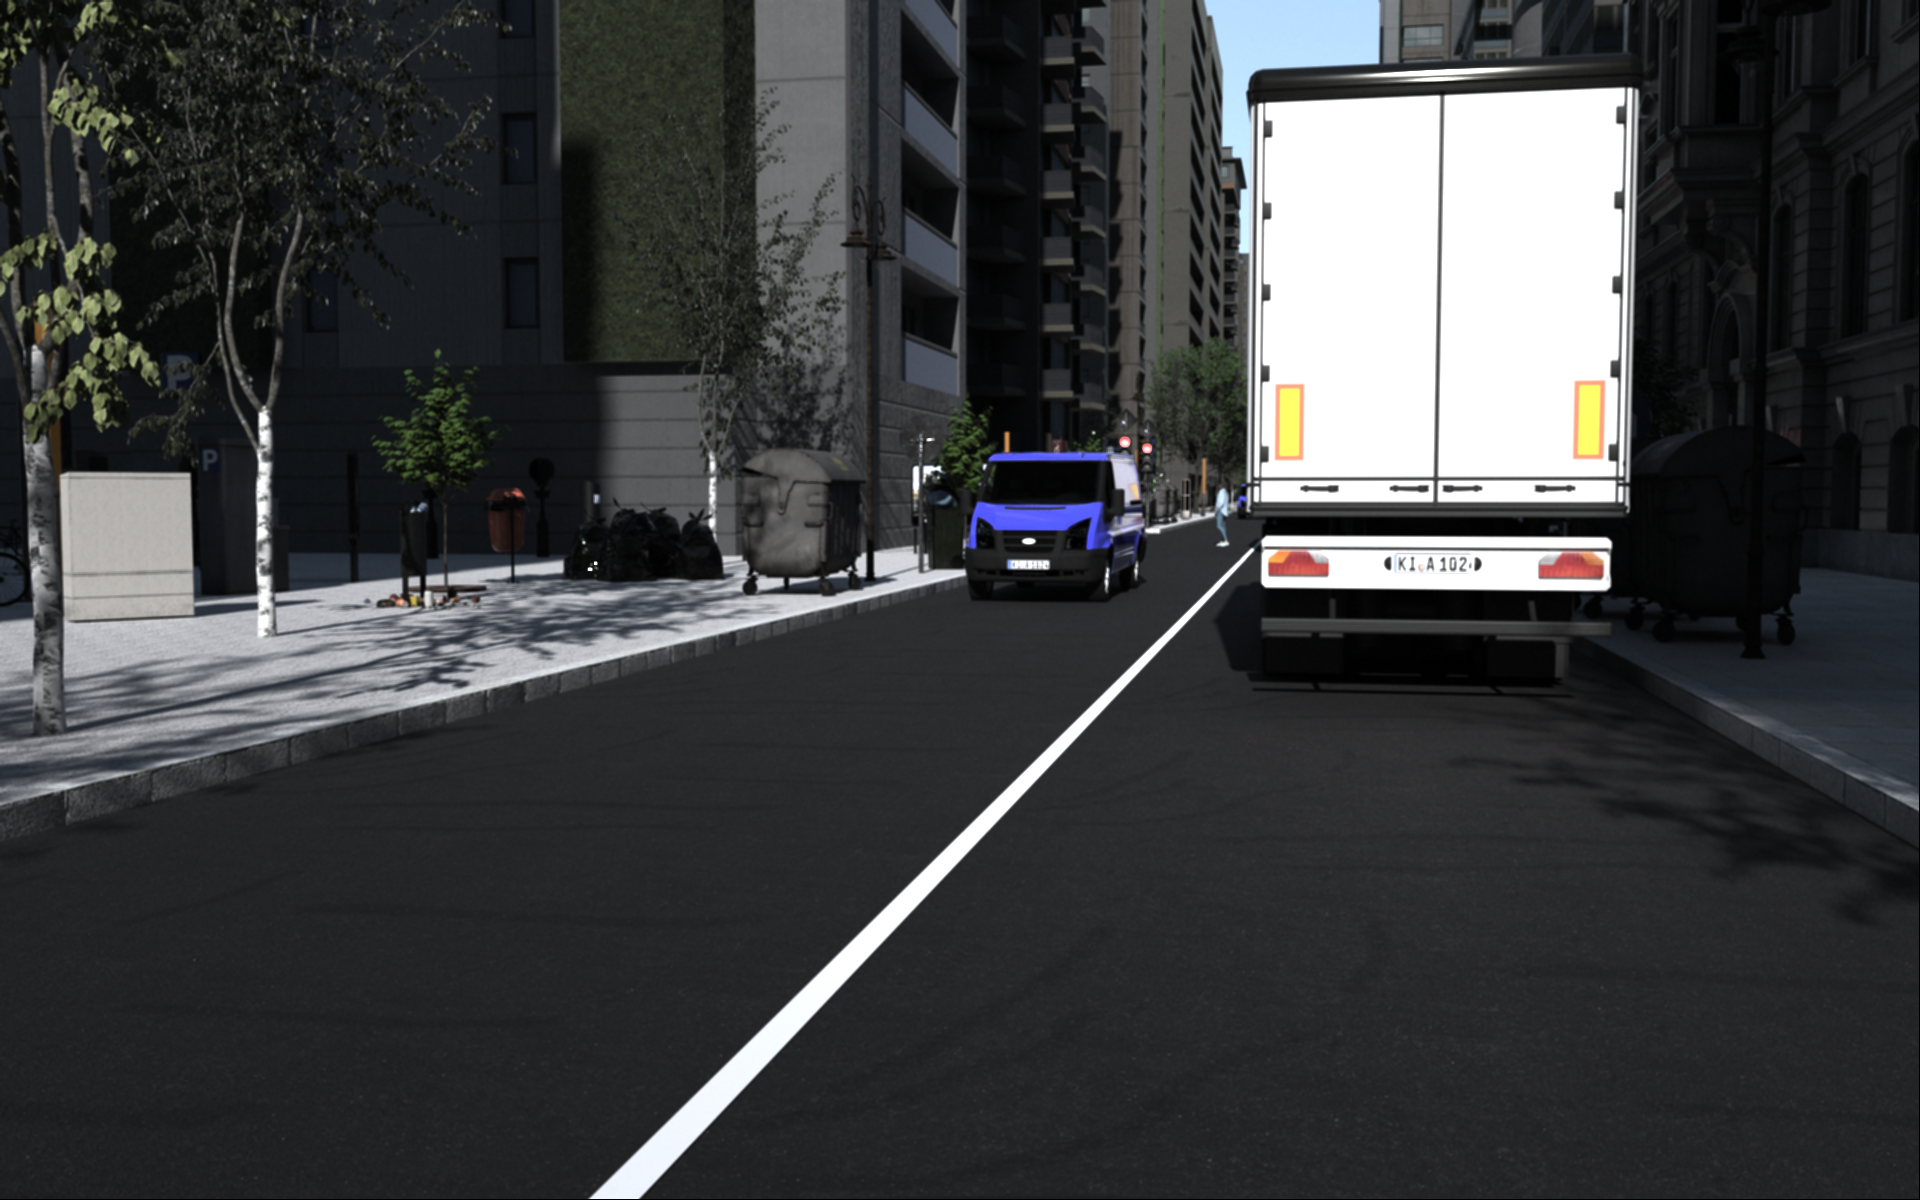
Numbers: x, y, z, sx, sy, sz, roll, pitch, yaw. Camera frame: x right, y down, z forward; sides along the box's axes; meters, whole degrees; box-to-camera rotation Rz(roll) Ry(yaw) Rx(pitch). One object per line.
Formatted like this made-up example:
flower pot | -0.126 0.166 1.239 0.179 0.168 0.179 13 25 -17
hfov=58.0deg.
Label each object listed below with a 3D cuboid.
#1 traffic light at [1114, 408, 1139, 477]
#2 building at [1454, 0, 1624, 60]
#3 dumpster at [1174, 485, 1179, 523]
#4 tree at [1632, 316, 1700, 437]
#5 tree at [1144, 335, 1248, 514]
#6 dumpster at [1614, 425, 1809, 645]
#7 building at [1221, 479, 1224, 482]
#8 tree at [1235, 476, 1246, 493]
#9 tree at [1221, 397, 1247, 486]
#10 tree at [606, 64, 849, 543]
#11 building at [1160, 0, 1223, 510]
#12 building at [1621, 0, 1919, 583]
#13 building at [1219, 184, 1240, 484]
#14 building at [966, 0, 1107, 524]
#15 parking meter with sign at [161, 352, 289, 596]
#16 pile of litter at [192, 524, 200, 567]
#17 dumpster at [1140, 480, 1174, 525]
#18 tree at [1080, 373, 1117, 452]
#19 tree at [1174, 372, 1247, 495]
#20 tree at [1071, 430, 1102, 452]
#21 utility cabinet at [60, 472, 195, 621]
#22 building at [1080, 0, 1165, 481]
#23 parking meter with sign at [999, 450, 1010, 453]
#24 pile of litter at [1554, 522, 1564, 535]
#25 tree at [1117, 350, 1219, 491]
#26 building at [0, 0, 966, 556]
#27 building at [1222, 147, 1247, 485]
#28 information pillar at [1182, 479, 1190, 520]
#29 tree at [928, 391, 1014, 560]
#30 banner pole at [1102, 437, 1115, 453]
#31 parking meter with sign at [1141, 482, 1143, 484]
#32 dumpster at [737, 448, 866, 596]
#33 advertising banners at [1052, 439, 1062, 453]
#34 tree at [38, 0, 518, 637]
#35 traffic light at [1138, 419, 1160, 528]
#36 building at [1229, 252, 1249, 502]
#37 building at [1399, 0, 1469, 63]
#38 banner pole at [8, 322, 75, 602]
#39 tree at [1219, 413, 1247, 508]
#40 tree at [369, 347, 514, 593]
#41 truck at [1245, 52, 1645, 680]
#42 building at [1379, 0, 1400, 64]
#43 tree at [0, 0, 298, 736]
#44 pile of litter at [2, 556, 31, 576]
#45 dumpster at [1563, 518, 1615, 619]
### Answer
traffic light | 5.458 -4.156 56.864 0.839 4.253 0.868 1 4 11
building | 47.864 -26.221 120.586 32.217 40.220 23.993 1 4 11
dumpster | 9.034 -4.364 77.108 1.264 1.857 1.865 1 4 11
tree | 10.515 -2.773 29.050 4.285 4.588 4.351 0 3 0
tree | 15.523 -11.414 112.369 9.928 11.665 9.643 0 3 0
dumpster | 6.713 -0.594 15.476 1.264 1.857 1.865 1 4 11
building | 13.624 -30.849 196.268 32.217 40.220 23.993 1 4 11
tree | 30.365 -11.731 186.409 1.663 3.219 1.824 0 3 0
tree | 36.212 -18.762 213.410 9.857 13.997 8.962 0 3 0
tree | -4.207 -4.924 30.872 4.360 8.622 3.978 0 3 0
building | 14.674 -33.545 172.157 21.300 48.544 21.600 1 4 11
building | 20.834 -13.068 32.745 14.460 24.649 34.723 1 4 11
building | 27.101 -35.802 239.993 22.147 44.769 28.867 1 4 11
building | -4.586 -26.374 85.840 22.147 44.769 28.867 1 4 11
parking meter with sign | -9.335 -1.584 22.166 0.543 3.016 1.738 1 4 16
pile of litter | -13.838 -1.034 30.877 1.719 0.858 1.176 0 4 -1
dumpster | 8.202 -4.114 73.015 1.264 1.857 1.865 1 4 11
tree | 7.620 -9.374 103.631 4.360 8.622 3.978 0 3 0
tree | 18.982 -11.651 124.899 7.601 10.594 8.767 0 4 -2
tree | 4.042 -3.523 52.200 1.663 3.219 1.824 0 3 0
utility cabinet | -8.496 -0.551 17.686 1.173 1.500 0.318 -3 5 -43
building | 7.311 -27.131 127.192 14.154 41.232 14.086 1 4 11
parking meter with sign | 1.193 -4.466 69.272 0.543 3.016 1.738 -3 5 -45
pile of litter | 19.201 -2.431 53.707 1.719 0.858 1.176 2 4 34
tree | 10.786 -8.522 89.696 4.360 8.622 3.978 0 3 0
building | -14.435 -30.834 46.143 28.212 58.520 21.231 1 4 11
building | 29.255 -41.515 268.006 28.713 52.752 27.495 1 4 11
information pillar | 11.340 -5.042 86.921 0.304 2.012 0.304 -1 4 -22
tree | 0.240 -2.319 32.520 1.663 3.219 1.824 0 3 0
banner pole | 6.486 -5.266 76.123 0.401 3.779 0.863 -3 5 -43
parking meter with sign | 11.143 -6.828 107.906 1.738 3.016 0.543 2 4 23
dumpster | -2.040 -1.020 22.435 1.264 1.857 1.865 1 4 11
advertising banners | 2.654 -3.637 55.645 0.090 3.025 2.074 -2 4 -34
tree | -6.216 -3.989 15.590 4.360 8.622 3.978 0 3 0
traffic light | 7.029 -4.634 64.693 0.839 4.253 0.868 1 4 11
building | 40.867 -36.918 287.200 14.154 41.232 14.086 1 4 11
building | 42.801 -28.021 141.737 14.154 41.232 14.086 1 4 11
banner pole | -11.035 -1.882 20.793 0.401 3.779 0.863 2 4 30
tree | 20.173 -11.212 133.683 4.360 8.622 3.978 0 3 0
tree | -6.877 -1.736 22.984 1.663 3.219 1.824 0 3 0
truck | 4.172 -1.702 16.749 2.839 4.237 11.283 1 4 11
building | 56.650 -39.678 190.740 21.231 58.520 28.212 1 4 11
tree | -4.983 -3.574 8.797 4.737 8.622 4.395 0 3 0
pile of litter | -14.755 -0.864 28.093 1.176 0.858 1.719 2 4 30
dumpster | 7.133 -0.767 18.296 1.264 1.857 1.865 1 4 11
